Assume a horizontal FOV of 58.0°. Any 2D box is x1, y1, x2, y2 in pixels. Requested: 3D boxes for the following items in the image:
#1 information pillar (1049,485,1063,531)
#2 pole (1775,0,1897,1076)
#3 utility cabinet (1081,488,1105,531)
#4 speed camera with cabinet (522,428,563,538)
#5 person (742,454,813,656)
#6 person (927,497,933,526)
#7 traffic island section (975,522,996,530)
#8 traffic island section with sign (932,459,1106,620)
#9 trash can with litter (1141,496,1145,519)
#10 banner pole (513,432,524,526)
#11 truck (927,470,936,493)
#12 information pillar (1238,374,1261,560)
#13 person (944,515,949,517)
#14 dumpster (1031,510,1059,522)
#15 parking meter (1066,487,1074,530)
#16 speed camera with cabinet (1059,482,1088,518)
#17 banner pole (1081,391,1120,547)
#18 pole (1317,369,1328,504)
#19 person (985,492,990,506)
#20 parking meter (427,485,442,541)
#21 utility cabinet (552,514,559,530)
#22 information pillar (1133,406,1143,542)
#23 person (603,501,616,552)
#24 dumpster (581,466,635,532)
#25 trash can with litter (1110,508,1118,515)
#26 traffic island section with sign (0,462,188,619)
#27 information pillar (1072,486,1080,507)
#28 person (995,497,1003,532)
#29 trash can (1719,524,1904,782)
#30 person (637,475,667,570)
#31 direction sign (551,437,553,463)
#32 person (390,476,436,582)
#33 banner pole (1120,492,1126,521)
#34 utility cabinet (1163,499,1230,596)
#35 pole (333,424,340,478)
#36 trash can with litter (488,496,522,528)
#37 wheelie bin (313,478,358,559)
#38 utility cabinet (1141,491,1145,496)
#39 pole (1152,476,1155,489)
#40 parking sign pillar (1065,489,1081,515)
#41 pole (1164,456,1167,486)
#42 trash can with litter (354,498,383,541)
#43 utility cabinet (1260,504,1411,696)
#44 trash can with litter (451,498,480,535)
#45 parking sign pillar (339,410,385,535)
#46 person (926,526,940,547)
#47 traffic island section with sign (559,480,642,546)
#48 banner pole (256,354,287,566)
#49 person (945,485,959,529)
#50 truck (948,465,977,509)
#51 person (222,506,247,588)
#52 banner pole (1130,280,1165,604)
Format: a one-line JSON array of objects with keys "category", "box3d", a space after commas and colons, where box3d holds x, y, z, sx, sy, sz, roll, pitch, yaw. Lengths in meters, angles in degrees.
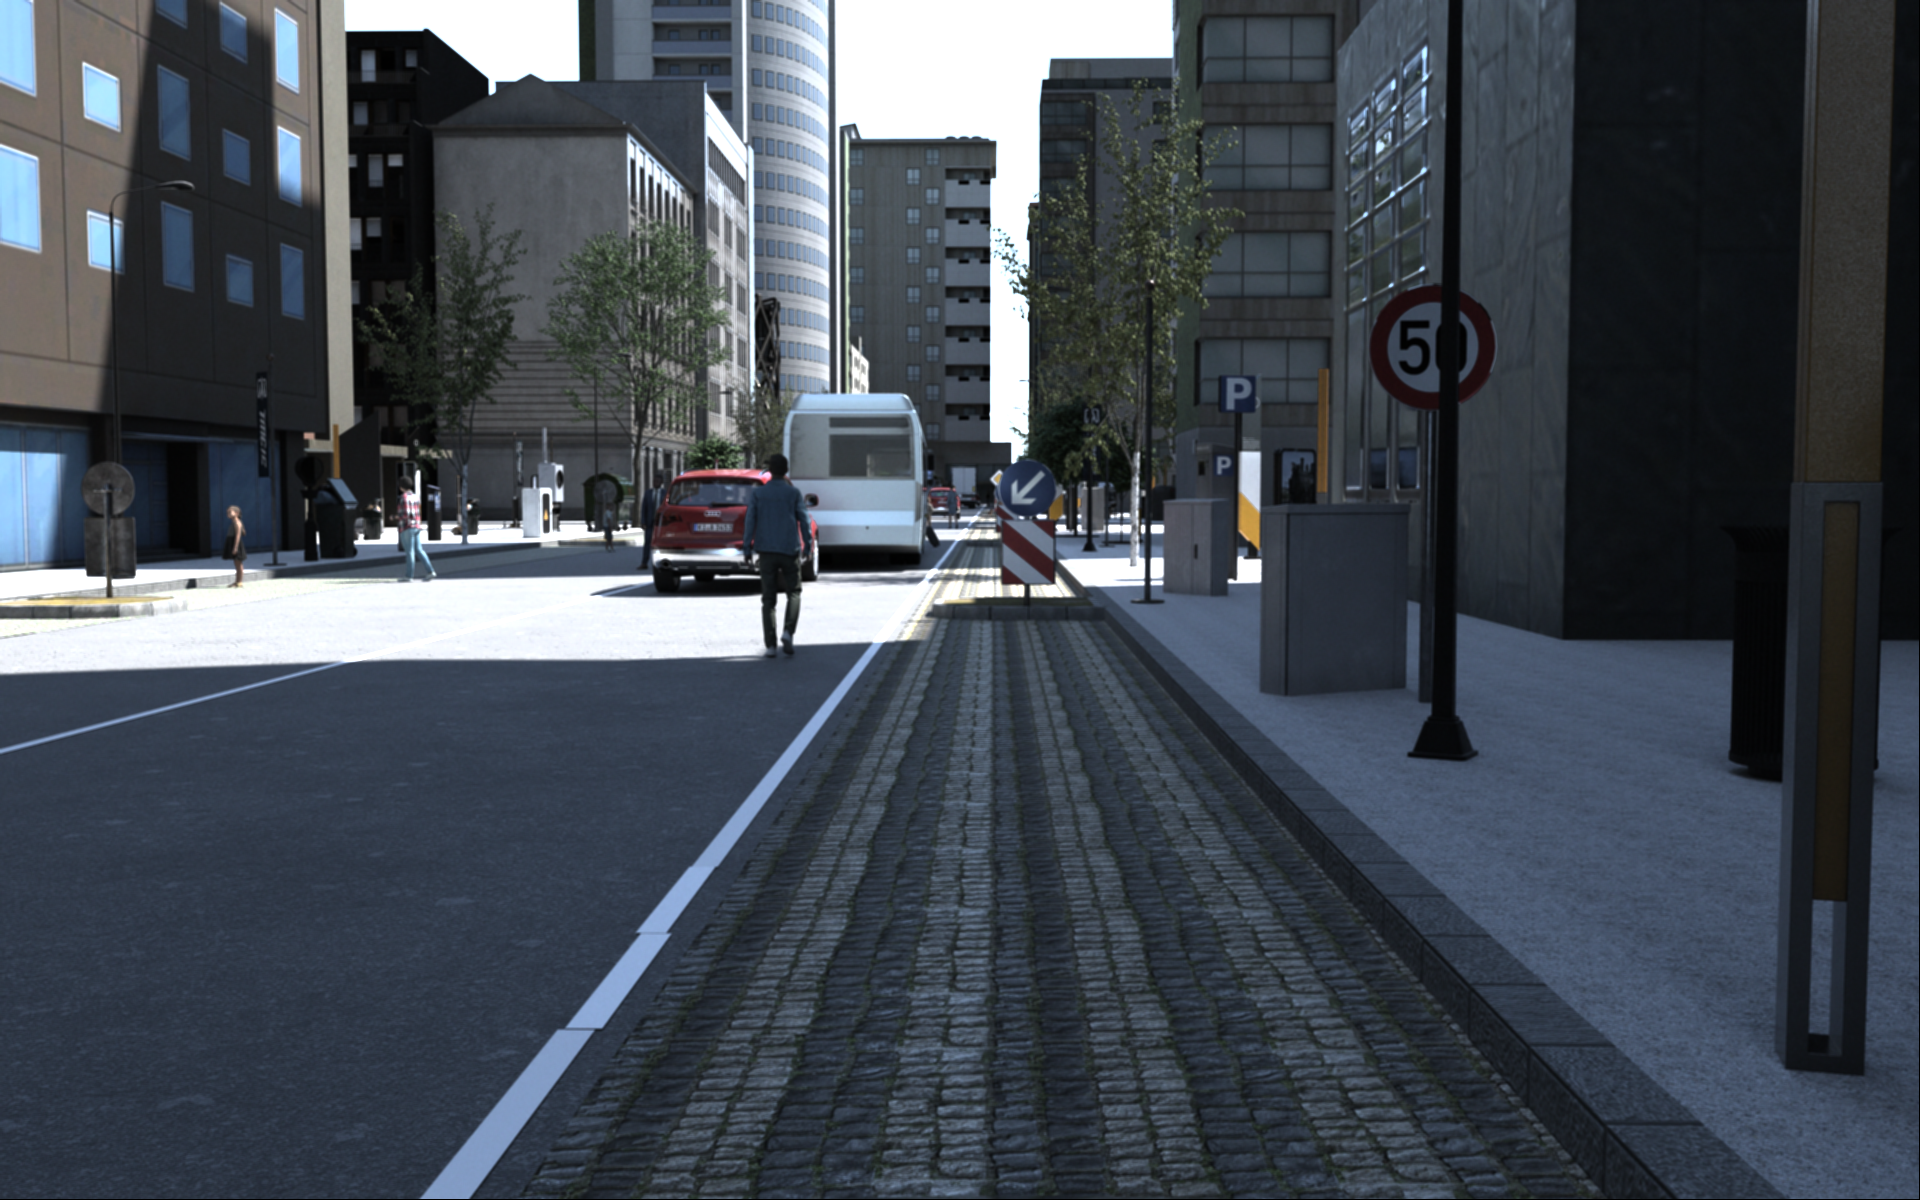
[{"category": "information pillar", "box3d": [3.333, -4.217, 60.297, 0.504, 3.616, 0.183, 0, 4, -6]}, {"category": "pole", "box3d": [1.938, -0.610, 3.811, 0.158, 3.312, 0.155, 0, 3, 0]}, {"category": "utility cabinet", "box3d": [4.568, -3.120, 59.696, 0.318, 1.500, 1.173, -2, 4, -24]}, {"category": "speed camera with cabinet", "box3d": [-12.257, -3.461, 50.919, 0.660, 3.252, 2.038, 0, 4, 6]}, {"category": "person", "box3d": [-1.602, -0.391, 15.244, 0.601, 1.785, 0.444, 0, 4, -2]}, {"category": "person", "box3d": [-1.258, -3.312, 66.922, 0.475, 1.303, 0.640, 0, 4, 5]}, {"category": "traffic island section", "box3d": [1.627, -2.944, 70.415, 2.009, 0.180, 2.903, 0, 4, 1]}, {"category": "traffic island section with sign", "box3d": [0.676, -0.724, 20.462, 1.989, 1.847, 2.006, 0, 4, 1]}, {"category": "trash can with litter", "box3d": [9.612, -4.842, 90.556, 0.624, 1.170, 1.055, 1, 4, 21]}, {"category": "banner pole", "box3d": [-17.941, -4.910, 70.288, 0.401, 3.779, 0.863, -3, 5, -45]}, {"category": "truck", "box3d": [-3.712, -11.577, 179.036, 2.967, 4.110, 18.799, 0, 4, 1]}, {"category": "information pillar", "box3d": [5.676, -2.600, 33.865, 0.504, 3.616, 0.183, -2, 4, -29]}, {"category": "person", "box3d": [-0.776, -6.022, 107.162, 0.606, 1.804, 0.583, -2, 4, -28]}, {"category": "dumpster", "box3d": [3.905, -4.741, 80.003, 1.502, 2.255, 1.985, 0, 4, 1]}, {"category": "parking meter", "box3d": [3.960, -3.259, 61.693, 0.372, 1.533, 0.369, 0, 3, 0]}, {"category": "speed camera with cabinet", "box3d": [6.130, -6.123, 94.442, 2.038, 3.252, 0.660, -3, 4, -37]}, {"category": "banner pole", "box3d": [3.360, -3.190, 42.180, 0.863, 3.779, 0.401, 1, 4, 20]}, {"category": "pole", "box3d": [5.919, -2.107, 28.300, 0.158, 3.312, 0.155, 0, 3, 0]}, {"category": "person", "box3d": [3.169, -11.704, 200.683, 0.721, 1.723, 1.217, 2, 4, 24]}, {"category": "parking meter", "box3d": [-14.394, -2.385, 47.411, 0.372, 1.533, 0.369, 0, 3, 0]}, {"category": "utility cabinet", "box3d": [-14.893, -3.237, 61.609, 1.173, 1.500, 0.318, 0, 4, -7]}, {"category": "information pillar", "box3d": [4.767, -3.376, 46.545, 0.183, 3.616, 0.504, -1, 4, -14]}, {"category": "person", "box3d": [-8.641, -1.807, 42.728, 0.352, 1.250, 0.332, 2, 4, 23]}, {"category": "dumpster", "box3d": [-12.066, -3.476, 59.334, 1.502, 2.255, 1.985, 0, 4, 1]}, {"category": "trash can with litter", "box3d": [9.028, -5.731, 104.752, 1.678, 1.210, 2.233, 1, 4, 11]}, {"category": "traffic island section with sign", "box3d": [-10.441, -0.737, 20.686, 1.989, 1.847, 2.006, 0, 4, 1]}, {"category": "information pillar", "box3d": [7.062, -6.977, 105.430, 0.504, 3.616, 0.183, 1, 4, 21]}, {"category": "person", "box3d": [1.570, -3.429, 65.565, 0.512, 1.701, 0.522, 0, 4, 1]}, {"category": "trash can", "box3d": [3.828, 0.233, 7.841, 0.748, 1.137, 0.748, 0, 3, 0]}, {"category": "person", "box3d": [-5.822, -1.491, 33.053, 0.721, 1.800, 0.419, -1, 4, -11]}, {"category": "direction sign", "box3d": [-16.143, -4.681, 68.531, 0.379, 3.537, 0.876, -1, 4, -11]}, {"category": "person", "box3d": [-8.936, -1.157, 28.247, 0.643, 1.720, 0.563, 0, 4, 8]}, {"category": "banner pole", "box3d": [7.706, -5.699, 83.194, 0.401, 3.779, 0.863, -1, 4, -20]}, {"category": "utility cabinet", "box3d": [3.012, -0.675, 22.200, 0.306, 1.237, 1.020, -2, 4, -30]}, {"category": "pole", "box3d": [-18.249, -3.479, 50.731, 0.158, 3.312, 0.155, 0, 3, 0]}, {"category": "trash can with litter", "box3d": [-16.729, -3.320, 65.338, 1.678, 1.210, 2.233, -2, 4, -32]}, {"category": "wheelie bin", "box3d": [-12.522, -1.638, 34.690, 0.693, 1.594, 0.980, 0, 4, 6]}, {"category": "utility cabinet", "box3d": [11.711, -6.201, 110.072, 0.318, 1.500, 1.173, 1, 4, 17]}, {"category": "pole", "box3d": [12.757, -7.369, 114.325, 0.158, 3.312, 0.155, 0, 3, 0]}, {"category": "parking sign pillar", "box3d": [6.980, -7.250, 107.002, 1.447, 3.967, 1.447, -2, 4, -24]}, {"category": "pole", "box3d": [11.011, -6.063, 92.965, 0.158, 3.312, 0.155, 0, 3, 0]}, {"category": "trash can with litter", "box3d": [-16.522, -2.234, 47.908, 1.055, 1.170, 0.624, -1, 4, -8]}, {"category": "utility cabinet", "box3d": [2.443, -0.009, 11.312, 1.020, 1.237, 0.306, -2, 4, -28]}, {"category": "trash can with litter", "box3d": [-15.383, -2.589, 53.713, 1.055, 1.170, 0.624, 2, 4, 32]}, {"category": "parking sign pillar", "box3d": [-19.179, -4.090, 55.345, 1.447, 3.967, 1.447, -1, 4, -13]}, {"category": "person", "box3d": [-1.286, -2.314, 46.545, 1.509, 1.804, 0.699, -1, 4, -11]}, {"category": "traffic island section with sign", "box3d": [-9.918, -2.415, 48.111, 1.989, 1.847, 2.006, 0, 4, 1]}, {"category": "banner pole", "box3d": [-12.458, -2.516, 31.154, 0.401, 3.779, 0.863, -3, 5, -44]}, {"category": "person", "box3d": [-0.317, -3.826, 71.076, 0.581, 1.822, 0.654, -1, 4, -21]}, {"category": "truck", "box3d": [0.299, -11.215, 172.283, 2.839, 4.237, 11.283, 0, 4, -1]}, {"category": "person", "box3d": [-11.084, -0.811, 26.432, 0.373, 1.253, 0.362, -2, 4, -33]}, {"category": "banner pole", "box3d": [2.230, -1.869, 20.581, 0.401, 3.779, 0.863, 0, 4, 4]}]
